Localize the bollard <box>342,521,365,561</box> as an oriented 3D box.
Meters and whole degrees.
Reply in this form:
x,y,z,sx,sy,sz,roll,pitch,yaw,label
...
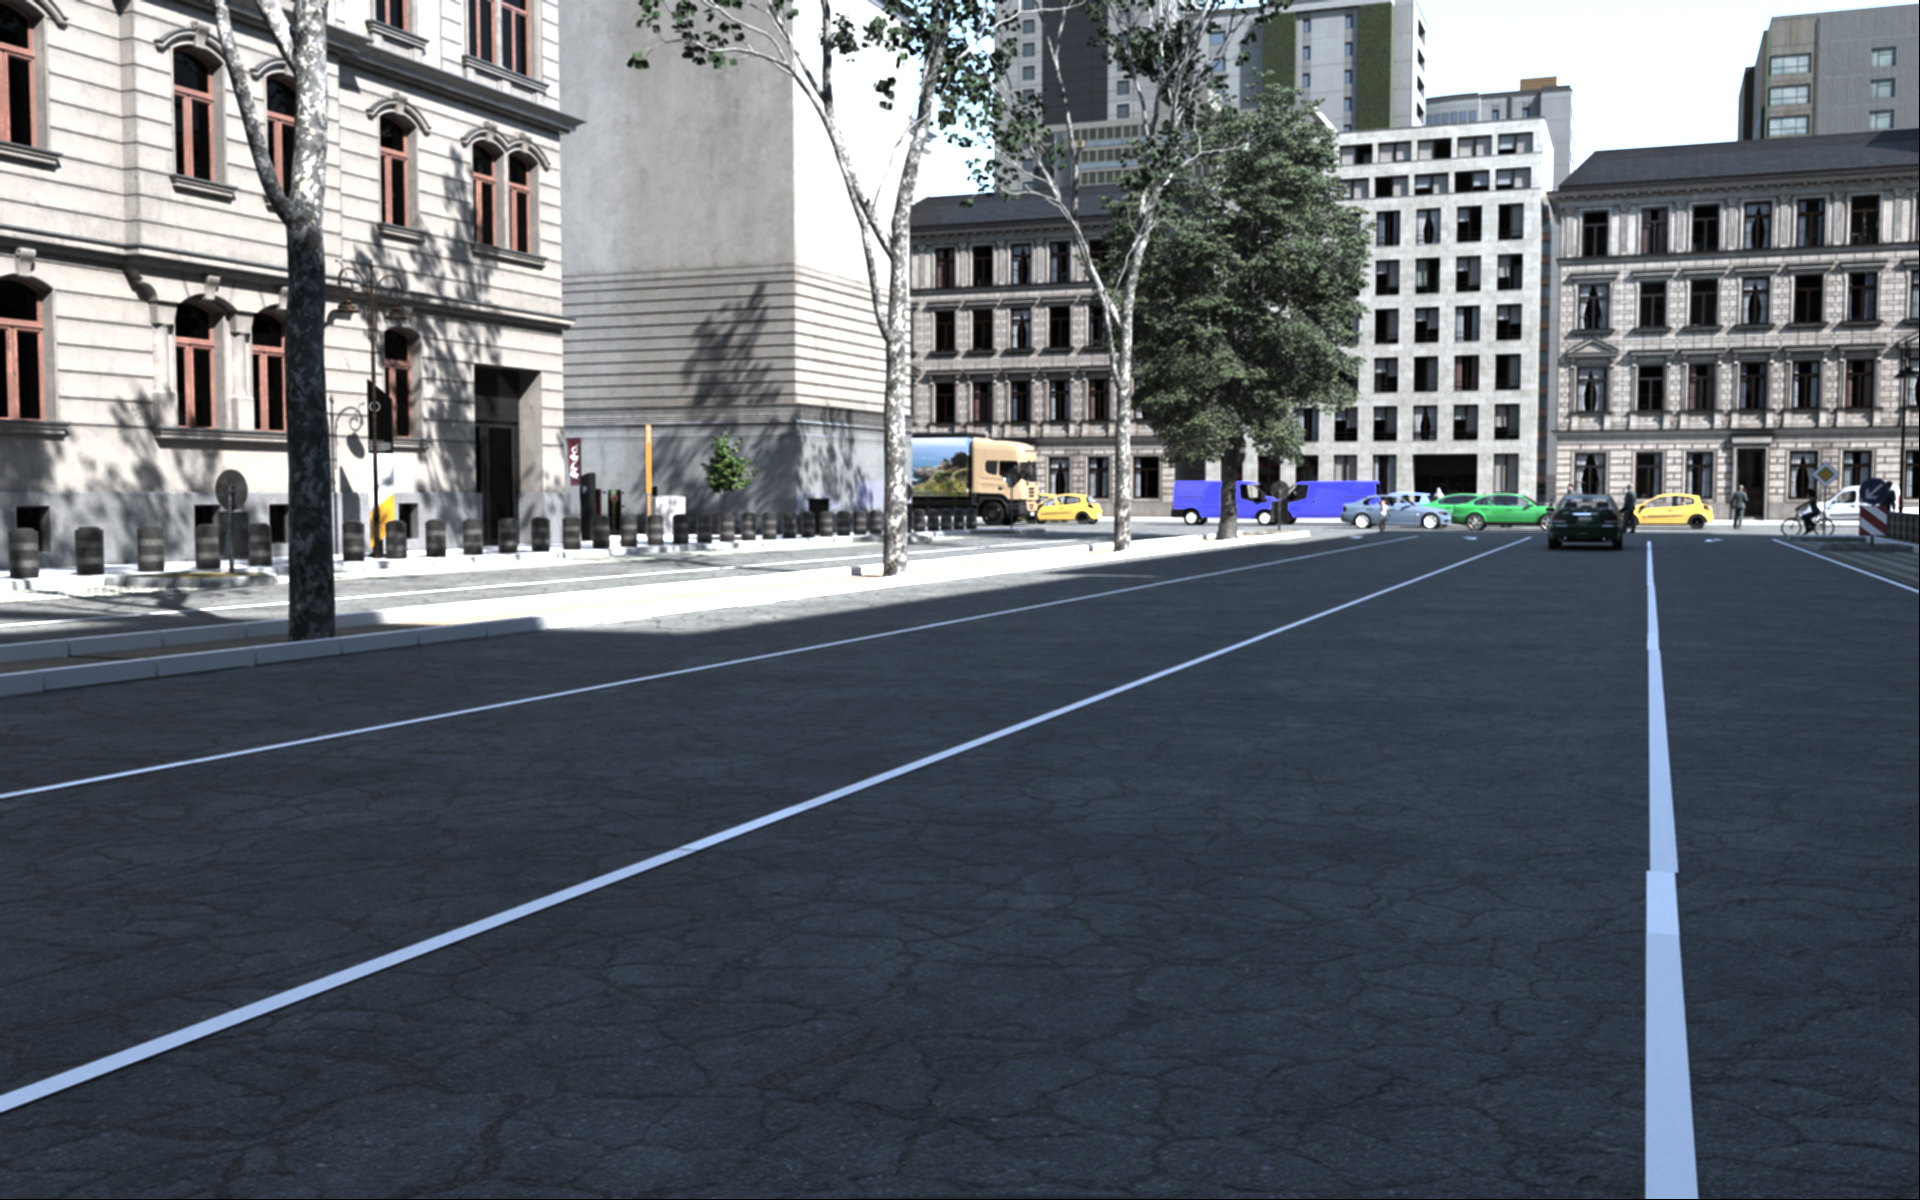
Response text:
x,y,z,sx,sy,sz,roll,pitch,yaw,label
-11.609,-1.128,33.155,0.404,0.777,0.398,0,3,0,bollard

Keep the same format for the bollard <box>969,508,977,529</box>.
x,y,z,sx,sy,sz,roll,pitch,yaw,label
0.410,-2.980,63.439,0.404,0.777,0.398,0,3,0,bollard

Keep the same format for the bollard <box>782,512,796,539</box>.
x,y,z,sx,sy,sz,roll,pitch,yaw,label
-4.932,-2.157,49.985,0.404,0.777,0.398,0,3,0,bollard

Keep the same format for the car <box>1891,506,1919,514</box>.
x,y,z,sx,sy,sz,roll,pitch,yaw,label
38.274,-3.342,67.002,4.827,1.381,2.083,1,4,21,car

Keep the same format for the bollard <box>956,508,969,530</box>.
x,y,z,sx,sy,sz,roll,pitch,yaw,label
-0.041,-2.912,62.320,0.404,0.777,0.398,0,3,0,bollard

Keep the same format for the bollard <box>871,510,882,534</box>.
x,y,z,sx,sy,sz,roll,pitch,yaw,label
-2.704,-2.500,55.598,0.404,0.777,0.398,0,3,0,bollard

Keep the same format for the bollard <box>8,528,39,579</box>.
x,y,z,sx,sy,sz,roll,pitch,yaw,label
-14.281,-0.716,26.419,0.404,0.777,0.398,0,3,0,bollard

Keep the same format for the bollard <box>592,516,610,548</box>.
x,y,z,sx,sy,sz,roll,pitch,yaw,label
-8.495,-1.608,41.001,0.404,0.777,0.398,0,3,0,bollard

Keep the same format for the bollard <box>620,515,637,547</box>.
x,y,z,sx,sy,sz,roll,pitch,yaw,label
-8.054,-1.676,42.119,0.404,0.777,0.398,0,3,0,bollard

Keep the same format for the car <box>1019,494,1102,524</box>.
x,y,z,sx,sy,sz,roll,pitch,yaw,label
4.807,-4.475,83.386,3.980,1.641,2.015,1,4,21,car

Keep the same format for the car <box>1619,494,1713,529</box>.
x,y,z,sx,sy,sz,roll,pitch,yaw,label
29.036,-3.761,71.721,3.980,1.641,2.015,2,4,23,car

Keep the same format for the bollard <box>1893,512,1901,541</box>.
x,y,z,sx,sy,sz,roll,pitch,yaw,label
26.078,-2.023,47.786,0.404,0.777,0.398,0,3,0,bollard

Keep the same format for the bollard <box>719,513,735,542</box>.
x,y,z,sx,sy,sz,roll,pitch,yaw,label
-6.271,-1.951,46.612,0.404,0.777,0.398,0,3,0,bollard

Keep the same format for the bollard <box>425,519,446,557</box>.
x,y,z,sx,sy,sz,roll,pitch,yaw,label
-10.716,-1.265,35.403,0.404,0.777,0.398,0,3,0,bollard

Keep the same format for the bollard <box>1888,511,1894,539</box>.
x,y,z,sx,sy,sz,roll,pitch,yaw,label
26.532,-2.092,48.915,0.404,0.777,0.398,0,3,0,bollard

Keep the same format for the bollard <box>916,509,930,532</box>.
x,y,z,sx,sy,sz,roll,pitch,yaw,label
-1.376,-2.705,58.950,0.404,0.777,0.398,0,3,0,bollard

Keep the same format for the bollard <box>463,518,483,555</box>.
x,y,z,sx,sy,sz,roll,pitch,yaw,label
-10.275,-1.334,36.522,0.404,0.777,0.398,0,3,0,bollard

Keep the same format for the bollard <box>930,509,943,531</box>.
x,y,z,sx,sy,sz,roll,pitch,yaw,label
-0.931,-2.774,60.067,0.404,0.777,0.398,0,3,0,bollard

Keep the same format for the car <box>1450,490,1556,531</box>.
x,y,z,sx,sy,sz,roll,pitch,yaw,label
21.731,-3.625,68.060,4.718,1.807,1.959,1,4,22,car

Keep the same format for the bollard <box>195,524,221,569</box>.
x,y,z,sx,sy,sz,roll,pitch,yaw,label
-12.942,-0.922,29.795,0.404,0.777,0.398,0,3,0,bollard

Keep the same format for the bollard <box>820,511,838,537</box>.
x,y,z,sx,sy,sz,roll,pitch,yaw,label
-4.034,-2.295,52.246,0.404,0.777,0.398,0,3,0,bollard

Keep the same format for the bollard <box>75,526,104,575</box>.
x,y,z,sx,sy,sz,roll,pitch,yaw,label
-13.836,-0.784,27.536,0.404,0.777,0.398,0,3,0,bollard

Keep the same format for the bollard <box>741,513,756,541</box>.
x,y,z,sx,sy,sz,roll,pitch,yaw,label
-5.827,-2.019,47.729,0.404,0.777,0.398,0,3,0,bollard

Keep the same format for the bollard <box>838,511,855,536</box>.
x,y,z,sx,sy,sz,roll,pitch,yaw,label
-3.587,-2.364,53.362,0.404,0.777,0.398,0,3,0,bollard

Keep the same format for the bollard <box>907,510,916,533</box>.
x,y,z,sx,sy,sz,roll,pitch,yaw,label
-1.819,-2.637,57.833,0.404,0.777,0.398,0,3,0,bollard

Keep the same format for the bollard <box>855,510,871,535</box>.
x,y,z,sx,sy,sz,roll,pitch,yaw,label
-3.146,-2.432,54.480,0.404,0.777,0.398,0,3,0,bollard

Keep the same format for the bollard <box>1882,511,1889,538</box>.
x,y,z,sx,sy,sz,roll,pitch,yaw,label
26.975,-2.160,50.039,0.404,0.777,0.398,0,3,0,bollard

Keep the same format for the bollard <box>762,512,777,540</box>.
x,y,z,sx,sy,sz,roll,pitch,yaw,label
-5.379,-2.088,48.859,0.404,0.777,0.398,0,3,0,bollard

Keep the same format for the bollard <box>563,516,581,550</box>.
x,y,z,sx,sy,sz,roll,pitch,yaw,label
-8.943,-1.539,39.883,0.404,0.777,0.398,0,3,0,bollard

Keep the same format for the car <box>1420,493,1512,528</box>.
x,y,z,sx,sy,sz,roll,pitch,yaw,label
22.079,-4.016,74.462,4.718,1.807,1.959,1,4,20,car

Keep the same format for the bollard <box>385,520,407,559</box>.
x,y,z,sx,sy,sz,roll,pitch,yaw,label
-11.162,-1.197,34.287,0.404,0.777,0.398,0,3,0,bollard

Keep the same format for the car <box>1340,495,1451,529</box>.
x,y,z,sx,sy,sz,roll,pitch,yaw,label
18.213,-3.694,72.396,4.499,1.417,2.014,1,4,21,car

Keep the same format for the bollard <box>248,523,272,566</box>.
x,y,z,sx,sy,sz,roll,pitch,yaw,label
-12.500,-0.991,30.916,0.404,0.777,0.398,0,3,0,bollard

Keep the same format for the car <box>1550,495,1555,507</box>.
x,y,z,sx,sy,sz,roll,pitch,yaw,label
66.950,-11.078,193.488,2.083,1.381,4.827,1,4,23,car

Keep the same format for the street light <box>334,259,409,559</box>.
x,y,z,sx,sy,sz,roll,pitch,yaw,label
-11.593,-3.761,34.276,0.468,5.910,1.993,1,4,22,street light

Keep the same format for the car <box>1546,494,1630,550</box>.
x,y,z,sx,sy,sz,roll,pitch,yaw,label
16.701,-2.101,46.156,2.131,1.459,4.920,1,4,21,car

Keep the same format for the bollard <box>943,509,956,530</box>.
x,y,z,sx,sy,sz,roll,pitch,yaw,label
-0.483,-2.843,61.202,0.404,0.777,0.398,0,3,0,bollard

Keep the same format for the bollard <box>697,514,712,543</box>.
x,y,z,sx,sy,sz,roll,pitch,yaw,label
-6.714,-1.882,45.492,0.404,0.777,0.398,0,3,0,bollard

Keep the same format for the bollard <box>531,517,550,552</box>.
x,y,z,sx,sy,sz,roll,pitch,yaw,label
-9.384,-1.470,38.757,0.404,0.777,0.398,0,3,0,bollard

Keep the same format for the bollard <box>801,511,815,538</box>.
x,y,z,sx,sy,sz,roll,pitch,yaw,label
-4.483,-2.226,51.113,0.404,0.777,0.398,0,3,0,bollard

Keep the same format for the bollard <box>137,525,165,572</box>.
x,y,z,sx,sy,sz,roll,pitch,yaw,label
-13.389,-0.853,28.658,0.404,0.777,0.398,0,3,0,bollard

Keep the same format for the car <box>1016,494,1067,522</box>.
x,y,z,sx,sy,sz,roll,pitch,yaw,label
3.823,-4.838,89.317,3.980,1.641,2.015,1,4,23,car

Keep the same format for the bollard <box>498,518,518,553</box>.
x,y,z,sx,sy,sz,roll,pitch,yaw,label
-9.827,-1.402,37.637,0.404,0.777,0.398,0,3,0,bollard

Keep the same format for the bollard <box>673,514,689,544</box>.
x,y,z,sx,sy,sz,roll,pitch,yaw,label
-7.156,-1.814,44.373,0.404,0.777,0.398,0,3,0,bollard

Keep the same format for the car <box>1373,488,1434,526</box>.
x,y,z,sx,sy,sz,roll,pitch,yaw,label
19.631,-4.176,77.868,3.694,1.707,1.945,1,4,20,car

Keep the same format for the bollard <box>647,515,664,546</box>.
x,y,z,sx,sy,sz,roll,pitch,yaw,label
-7.607,-1.745,43.242,0.404,0.777,0.398,0,3,0,bollard

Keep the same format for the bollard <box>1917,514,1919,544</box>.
x,y,z,sx,sy,sz,roll,pitch,yaw,label
25.637,-1.953,46.656,0.404,0.777,0.398,0,3,0,bollard
